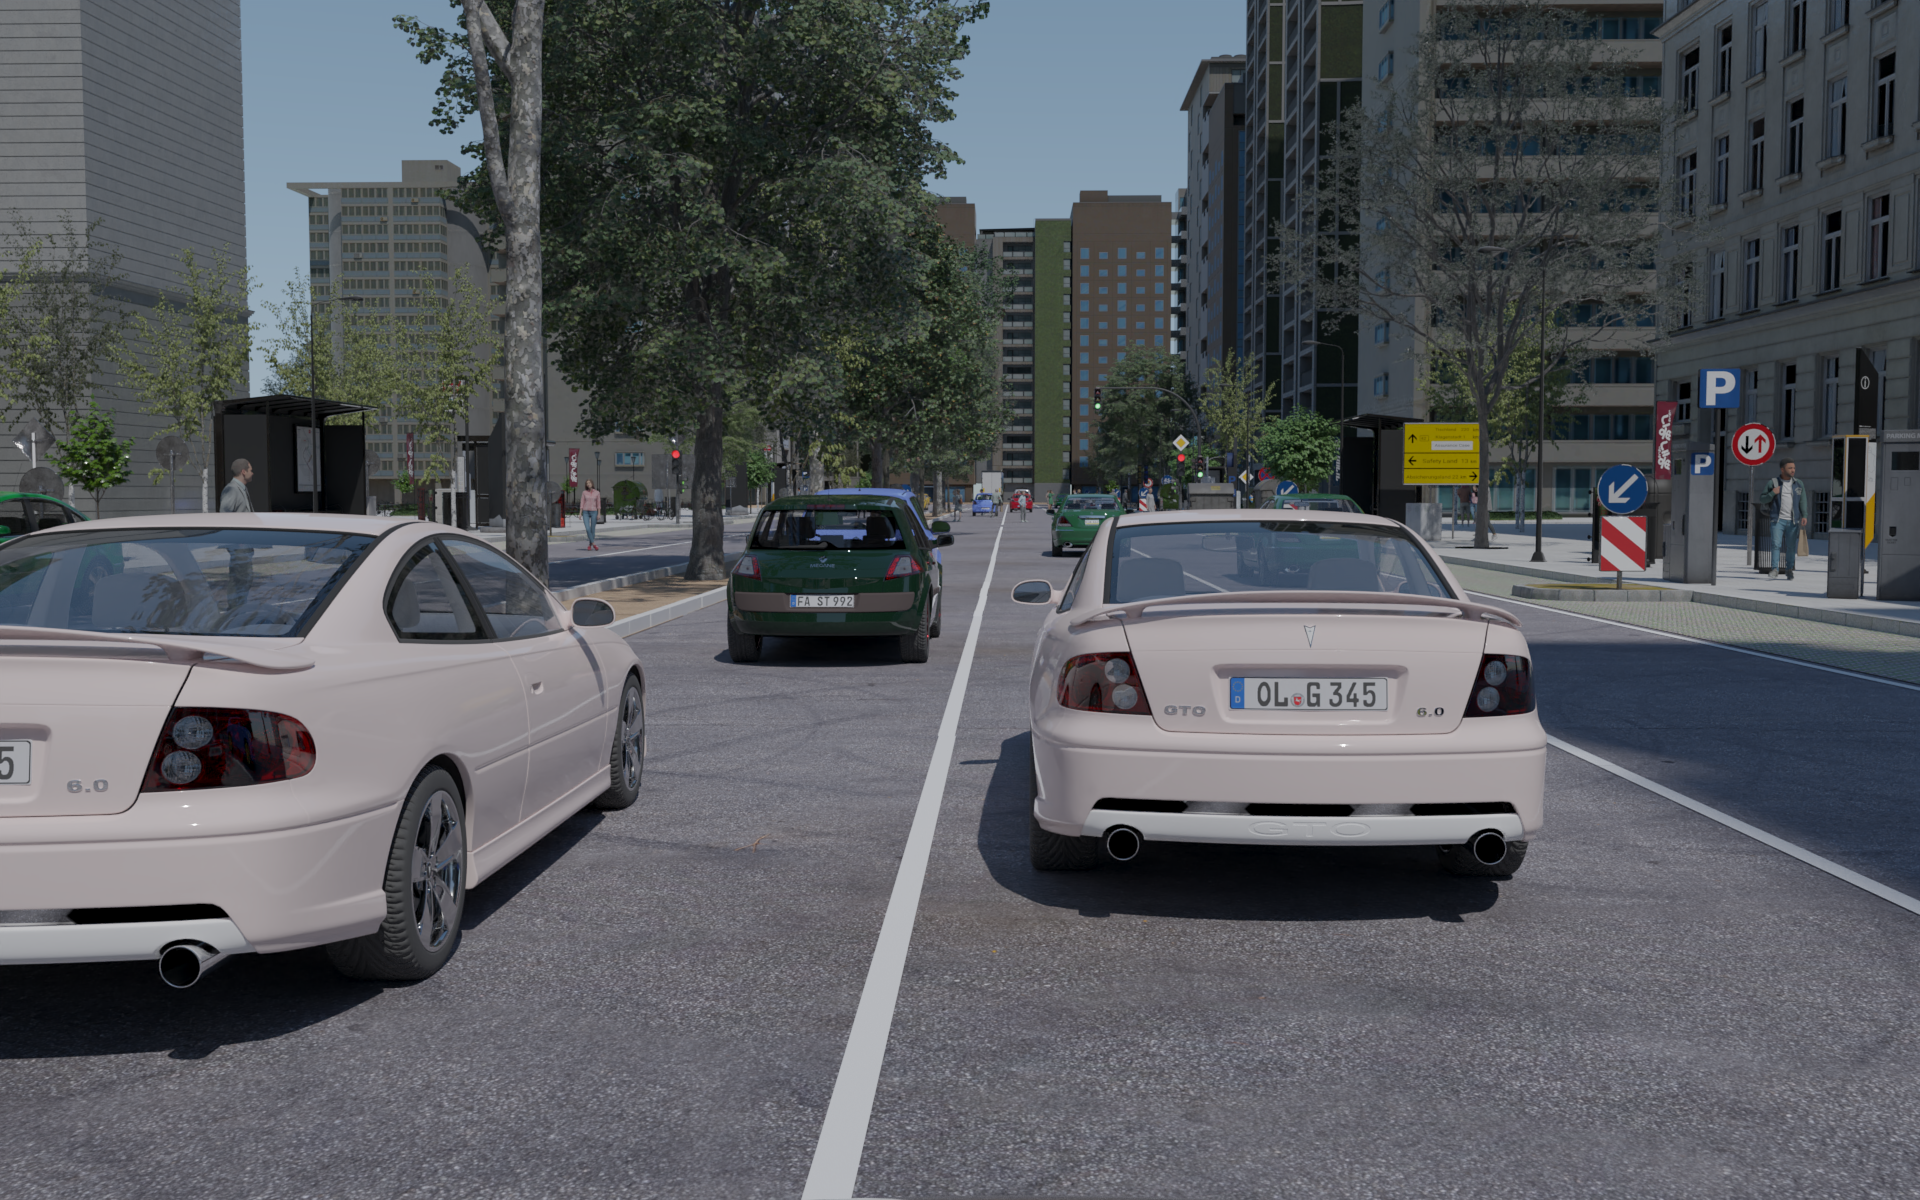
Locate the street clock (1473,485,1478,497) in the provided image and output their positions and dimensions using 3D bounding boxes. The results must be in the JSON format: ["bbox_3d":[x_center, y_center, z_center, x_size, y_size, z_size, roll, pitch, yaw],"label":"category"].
[{"bbox_3d":[14.975,-2.773,49.909,0.471,2.002,0.358,1,4,14],"label":"street clock"}]

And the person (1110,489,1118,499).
[{"bbox_3d":[10.561,-6.786,119.845,0.661,1.777,0.834,0,4,-7],"label":"person"}]

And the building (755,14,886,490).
[{"bbox_3d":[-22.057,-50.346,261.412,20.611,71.187,20.563,0,4,2],"label":"building"}]

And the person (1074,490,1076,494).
[{"bbox_3d":[9.535,-8.341,145.075,0.583,1.804,0.606,-1,4,-9],"label":"person"}]

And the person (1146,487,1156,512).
[{"bbox_3d":[8.545,-4.220,78.246,0.760,1.731,0.466,1,4,9],"label":"person"}]

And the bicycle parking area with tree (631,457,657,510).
[{"bbox_3d":[-25.973,-8.101,119.450,9.016,4.147,8.231,-1,4,-16],"label":"bicycle parking area with tree"}]

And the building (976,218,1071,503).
[{"bbox_3d":[9.393,-35.164,258.518,14.086,41.232,14.154,0,4,2],"label":"building"}]

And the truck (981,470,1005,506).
[{"bbox_3d":[4.028,-13.587,211.066,2.839,4.237,11.283,0,4,3],"label":"truck"}]

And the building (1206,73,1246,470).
[{"bbox_3d":[34.199,-32.738,185.372,14.600,45.320,14.200,0,4,2],"label":"building"}]

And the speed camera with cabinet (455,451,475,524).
[{"bbox_3d":[-21.079,-4.902,74.480,0.660,3.252,2.038,1,4,17],"label":"speed camera with cabinet"}]

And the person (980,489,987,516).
[{"bbox_3d":[1.500,-6.518,115.422,0.721,1.781,0.623,1,4,10],"label":"person"}]

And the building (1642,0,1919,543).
[{"bbox_3d":[31.301,-13.030,46.318,16.112,22.955,30.059,0,4,2],"label":"building"}]

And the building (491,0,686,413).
[{"bbox_3d":[-33.106,-33.303,168.211,21.300,48.544,21.600,0,4,2],"label":"building"}]

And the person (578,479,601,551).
[{"bbox_3d":[-9.361,-2.156,43.764,0.555,1.821,0.388,-1,4,-18],"label":"person"}]

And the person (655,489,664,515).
[{"bbox_3d":[-17.403,-5.765,100.172,0.514,1.842,0.818,-1,4,-11],"label":"person"}]

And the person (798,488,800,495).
[{"bbox_3d":[-15.050,-9.461,160.714,0.705,1.826,1.348,-3,5,-45],"label":"person"}]

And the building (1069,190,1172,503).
[{"bbox_3d":[23.604,-37.164,257.741,14.200,45.320,14.600,0,4,2],"label":"building"}]

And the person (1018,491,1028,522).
[{"bbox_3d":[3.212,-4.772,88.340,0.589,1.601,0.330,-3,5,-44],"label":"person"}]

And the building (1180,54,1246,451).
[{"bbox_3d":[41.727,-37.745,206.373,28.713,52.752,27.495,0,4,2],"label":"building"}]

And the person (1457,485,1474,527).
[{"bbox_3d":[19.491,-3.712,66.710,0.580,1.828,0.573,-2,4,-32],"label":"person"}]

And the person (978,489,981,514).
[{"bbox_3d":[1.610,-7.259,127.416,0.641,1.798,0.478,1,4,8],"label":"person"}]

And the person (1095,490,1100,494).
[{"bbox_3d":[11.969,-8.736,151.420,0.616,1.811,0.778,0,4,5],"label":"person"}]

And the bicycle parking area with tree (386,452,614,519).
[{"bbox_3d":[-24.084,-6.442,92.332,9.016,4.147,8.231,1,4,22],"label":"bicycle parking area with tree"}]

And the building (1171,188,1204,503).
[{"bbox_3d":[46.347,-39.269,261.648,30.456,49.044,23.786,0,4,2],"label":"building"}]

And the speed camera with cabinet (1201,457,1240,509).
[{"bbox_3d":[13.812,-5.961,91.801,2.038,3.252,0.660,1,4,17],"label":"speed camera with cabinet"}]

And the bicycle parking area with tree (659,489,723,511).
[{"bbox_3d":[-22.948,-9.003,134.203,8.231,4.147,9.016,-2,4,-28],"label":"bicycle parking area with tree"}]

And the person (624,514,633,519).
[{"bbox_3d":[-17.223,-5.101,89.860,0.576,1.772,0.534,2,4,26],"label":"person"}]

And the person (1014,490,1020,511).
[{"bbox_3d":[4.892,-8.319,144.908,0.834,1.777,0.661,-1,4,-12],"label":"person"}]

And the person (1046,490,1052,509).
[{"bbox_3d":[7.708,-8.634,150.003,0.599,1.781,0.374,0,4,-7],"label":"person"}]

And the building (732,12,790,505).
[{"bbox_3d":[-35.397,-40.934,211.271,28.212,58.520,21.231,0,4,2],"label":"building"}]

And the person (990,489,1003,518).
[{"bbox_3d":[2.258,-5.912,105.648,0.782,1.767,0.515,1,4,16],"label":"person"}]

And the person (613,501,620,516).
[{"bbox_3d":[-19.910,-5.747,100.602,0.593,1.750,0.643,0,4,7],"label":"person"}]

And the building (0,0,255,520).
[{"bbox_3d":[-40.708,-17.125,57.481,29.804,29.767,11.434,0,4,2],"label":"building"}]

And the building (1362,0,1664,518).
[{"bbox_3d":[35.035,-29.238,101.746,21.600,48.544,21.300,0,4,2],"label":"building"}]

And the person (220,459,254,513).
[{"bbox_3d":[-7.753,-0.613,18.615,0.391,1.810,0.635,-2,4,-24],"label":"person"}]

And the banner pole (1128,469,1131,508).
[{"bbox_3d":[15.340,-10.193,156.677,0.401,3.779,0.863,-1,4,-18],"label":"banner pole"}]

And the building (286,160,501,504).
[{"bbox_3d":[-62.337,-31.545,207.633,23.993,40.220,32.217,0,4,2],"label":"building"}]

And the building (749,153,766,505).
[{"bbox_3d":[-33.511,-34.623,189.792,21.300,48.544,21.600,0,4,2],"label":"building"}]

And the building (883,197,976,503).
[{"bbox_3d":[-4.737,-37.243,259.027,14.200,45.320,14.600,0,4,2],"label":"building"}]

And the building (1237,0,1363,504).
[{"bbox_3d":[36.872,-44.565,166.897,20.563,71.187,20.611,0,4,2],"label":"building"}]

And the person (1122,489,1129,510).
[{"bbox_3d":[12.109,-7.174,126.200,0.834,1.777,0.661,-2,4,-23],"label":"person"}]

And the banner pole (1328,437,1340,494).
[{"bbox_3d":[14.399,-4.679,66.522,0.863,3.779,0.401,3,4,37],"label":"banner pole"}]

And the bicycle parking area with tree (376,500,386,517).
[{"bbox_3d":[-40.454,-7.702,112.935,9.016,4.147,8.231,-1,4,-21],"label":"bicycle parking area with tree"}]

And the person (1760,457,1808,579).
[{"bbox_3d":[12.309,-1.205,25.734,0.794,1.824,0.713,2,4,30],"label":"person"}]

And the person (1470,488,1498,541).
[{"bbox_3d":[14.228,-2.490,46.935,0.728,1.800,0.709,1,4,16],"label":"person"}]

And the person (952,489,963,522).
[{"bbox_3d":[-0.079,-4.952,90.473,0.522,1.701,0.512,3,4,38],"label":"person"}]

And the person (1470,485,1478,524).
[{"bbox_3d":[23.318,-4.285,78.569,0.555,1.821,0.388,1,4,16],"label":"person"}]

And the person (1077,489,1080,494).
[{"bbox_3d":[9.309,-7.912,138.083,0.699,1.804,1.509,2,4,27],"label":"person"}]

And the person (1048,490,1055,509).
[{"bbox_3d":[7.560,-8.324,144.850,0.529,1.795,0.600,-3,5,-41],"label":"person"}]

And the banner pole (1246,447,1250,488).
[{"bbox_3d":[15.300,-6.239,92.025,0.401,3.779,0.863,2,4,26],"label":"banner pole"}]
